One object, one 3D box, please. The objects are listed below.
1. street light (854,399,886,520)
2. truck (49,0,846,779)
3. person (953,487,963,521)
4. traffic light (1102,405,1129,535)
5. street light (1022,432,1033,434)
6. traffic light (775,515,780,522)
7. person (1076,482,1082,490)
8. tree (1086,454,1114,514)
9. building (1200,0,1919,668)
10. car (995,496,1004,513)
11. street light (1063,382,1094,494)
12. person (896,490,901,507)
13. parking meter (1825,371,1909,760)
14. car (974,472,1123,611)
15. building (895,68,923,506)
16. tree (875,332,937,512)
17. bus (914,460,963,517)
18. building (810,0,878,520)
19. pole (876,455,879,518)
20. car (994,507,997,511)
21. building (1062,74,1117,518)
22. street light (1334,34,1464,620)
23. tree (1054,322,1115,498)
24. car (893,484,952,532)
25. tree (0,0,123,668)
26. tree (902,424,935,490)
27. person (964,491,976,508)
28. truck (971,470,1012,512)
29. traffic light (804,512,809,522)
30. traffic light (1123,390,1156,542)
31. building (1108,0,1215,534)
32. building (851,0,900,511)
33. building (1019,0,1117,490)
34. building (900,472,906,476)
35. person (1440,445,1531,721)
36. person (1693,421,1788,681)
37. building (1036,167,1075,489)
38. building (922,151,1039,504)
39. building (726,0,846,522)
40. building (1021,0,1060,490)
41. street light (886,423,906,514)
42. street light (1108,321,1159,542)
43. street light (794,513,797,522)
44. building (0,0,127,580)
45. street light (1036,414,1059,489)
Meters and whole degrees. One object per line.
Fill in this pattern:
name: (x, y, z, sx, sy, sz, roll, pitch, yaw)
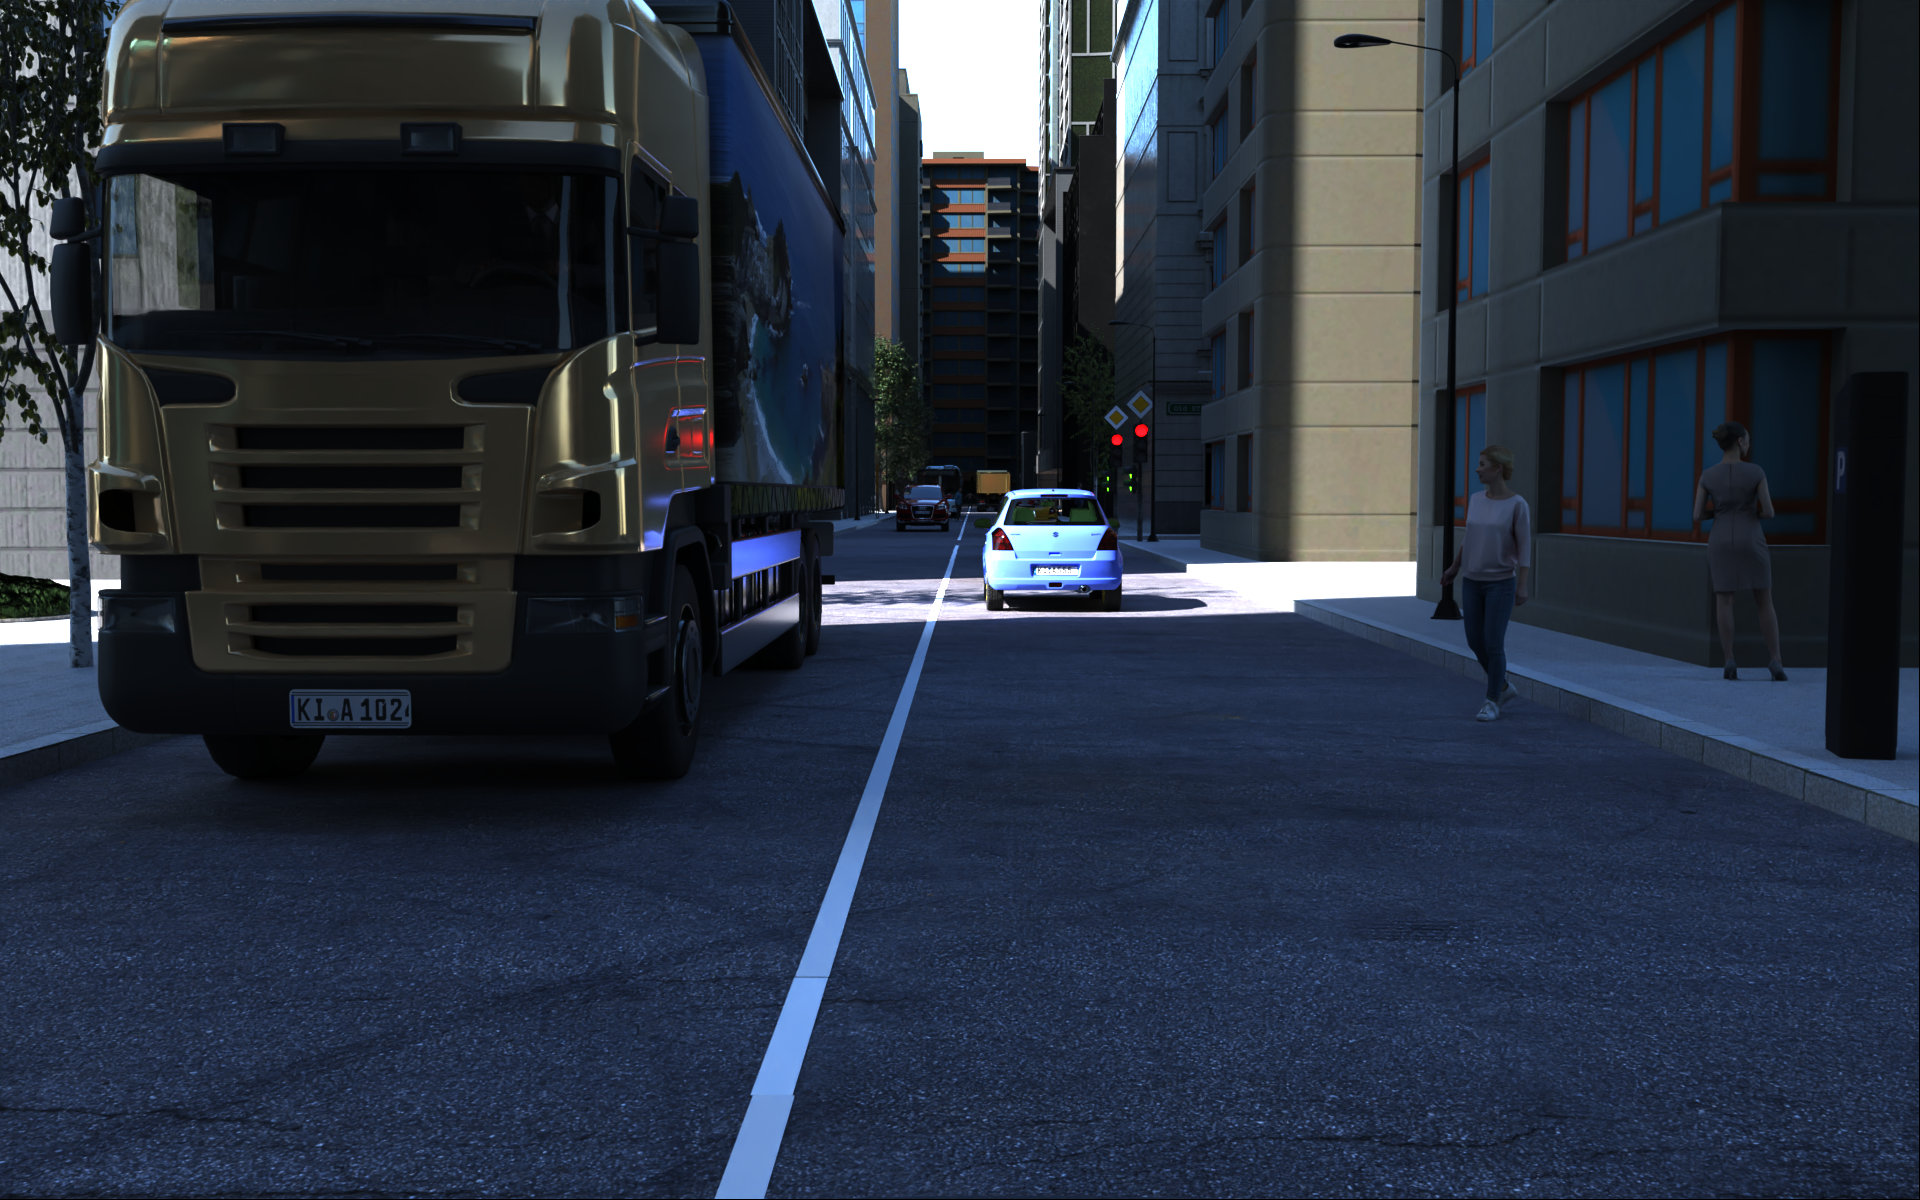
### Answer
street light: (-4.477, -6.837, 84.324, 1.470, 5.913, 1.316, 0, 4, 0)
truck: (-2.479, -1.419, 12.114, 2.839, 4.237, 11.283, 0, 4, 1)
person: (-0.116, -5.046, 91.021, 0.620, 1.820, 0.660, 1, 4, 19)
traffic light: (4.913, -4.026, 54.746, 0.839, 4.253, 0.868, 0, 4, 0)
street light: (5.312, -9.608, 129.625, 1.470, 5.913, 1.316, 0, 4, 0)
traffic light: (-4.915, -3.542, 46.827, 0.839, 4.253, 0.868, 0, 4, 0)
person: (5.341, -4.358, 77.482, 0.419, 1.800, 0.721, 0, 4, -2)
tree: (6.690, -5.323, 81.630, 1.663, 3.219, 1.824, 0, 3, 0)
building: (19.480, -11.095, 26.444, 27.650, 21.520, 28.899, 0, 4, 0)
car: (3.042, -5.408, 101.008, 1.945, 1.354, 3.894, 0, 4, 1)
street light: (4.989, -6.080, 71.956, 1.470, 5.913, 1.316, 0, 4, 0)
person: (-6.421, -10.467, 177.911, 1.217, 1.736, 0.721, 2, 4, 34)
parking meter: (4.444, -0.170, 8.499, 0.255, 1.863, 0.399, 1, 4, 15)
car: (1.151, -0.794, 22.581, 1.945, 1.707, 3.694, 0, 3, 0)
building: (-15.075, -34.942, 195.001, 21.600, 48.544, 21.300, 0, 4, 0)
tree: (-5.783, -12.577, 122.646, 9.611, 12.733, 9.660, 0, 3, 0)
bus: (-1.220, -6.988, 109.117, 2.948, 3.499, 13.247, 0, 4, 1)
building: (-11.075, -19.643, 98.663, 11.434, 29.767, 29.804, 0, 4, 0)
pole: (-4.360, -5.961, 91.305, 0.158, 3.312, 0.155, 0, 3, 0)
car: (3.833, -8.463, 150.378, 2.014, 1.417, 4.499, 0, 4, 0)
building: (11.991, -16.032, 91.793, 12.332, 23.373, 15.834, 0, 4, 0)
street light: (4.475, -2.760, 17.659, 1.470, 5.913, 1.316, 0, 4, 0)
tree: (6.105, -7.627, 75.060, 4.737, 8.622, 4.395, 0, 3, 0)
car: (-1.447, -3.615, 67.781, 2.281, 1.827, 5.304, 0, 4, -1)
tree: (-6.742, -3.801, 12.504, 4.360, 8.622, 3.978, 0, 3, 0)
tree: (-4.467, -14.138, 181.511, 4.360, 8.622, 3.978, 0, 3, 0)
person: (1.016, -10.031, 173.218, 1.217, 1.736, 0.721, 0, 4, 7)
truck: (2.636, -8.860, 140.782, 3.469, 3.379, 9.791, 0, 4, 0)
traffic light: (-4.848, -4.030, 54.812, 0.839, 4.253, 0.868, 0, 4, 0)
traffic light: (4.846, -3.538, 46.761, 0.839, 4.253, 0.868, 0, 4, 0)
building: (27.665, -17.458, 61.859, 44.131, 29.872, 17.030, 0, 4, 0)
building: (-11.987, -29.753, 136.565, 14.600, 45.320, 14.200, 0, 4, 0)
building: (17.201, -46.232, 194.141, 20.563, 71.187, 20.611, 0, 4, 0)
building: (-17.227, -33.028, 159.617, 23.786, 49.044, 30.456, 0, 4, 0)
person: (3.402, -0.118, 11.108, 0.598, 1.740, 0.731, -3, 5, -44)
person: (5.399, -0.341, 11.957, 0.599, 1.781, 0.374, 2, 4, 33)
building: (12.699, -18.079, 114.652, 14.314, 24.678, 30.058, 0, 4, 0)
building: (-0.871, -34.832, 224.133, 28.867, 44.769, 22.147, 0, 4, 0)
building: (-12.769, -15.284, 68.955, 14.314, 24.678, 30.058, 0, 4, 0)
building: (17.571, -52.308, 167.912, 22.319, 86.520, 31.000, 0, 4, 0)
street light: (-4.251, -8.618, 113.449, 1.470, 5.913, 1.316, 0, 4, 0)
street light: (4.659, -4.525, 46.530, 1.470, 5.913, 1.316, 0, 4, 0)
street light: (-4.669, -5.025, 54.702, 1.470, 5.913, 1.316, 0, 4, 0)
building: (-19.734, -30.100, 34.143, 28.212, 58.520, 21.231, 0, 4, 0)
street light: (5.150, -7.828, 100.536, 1.470, 5.913, 1.316, 0, 4, 0)
